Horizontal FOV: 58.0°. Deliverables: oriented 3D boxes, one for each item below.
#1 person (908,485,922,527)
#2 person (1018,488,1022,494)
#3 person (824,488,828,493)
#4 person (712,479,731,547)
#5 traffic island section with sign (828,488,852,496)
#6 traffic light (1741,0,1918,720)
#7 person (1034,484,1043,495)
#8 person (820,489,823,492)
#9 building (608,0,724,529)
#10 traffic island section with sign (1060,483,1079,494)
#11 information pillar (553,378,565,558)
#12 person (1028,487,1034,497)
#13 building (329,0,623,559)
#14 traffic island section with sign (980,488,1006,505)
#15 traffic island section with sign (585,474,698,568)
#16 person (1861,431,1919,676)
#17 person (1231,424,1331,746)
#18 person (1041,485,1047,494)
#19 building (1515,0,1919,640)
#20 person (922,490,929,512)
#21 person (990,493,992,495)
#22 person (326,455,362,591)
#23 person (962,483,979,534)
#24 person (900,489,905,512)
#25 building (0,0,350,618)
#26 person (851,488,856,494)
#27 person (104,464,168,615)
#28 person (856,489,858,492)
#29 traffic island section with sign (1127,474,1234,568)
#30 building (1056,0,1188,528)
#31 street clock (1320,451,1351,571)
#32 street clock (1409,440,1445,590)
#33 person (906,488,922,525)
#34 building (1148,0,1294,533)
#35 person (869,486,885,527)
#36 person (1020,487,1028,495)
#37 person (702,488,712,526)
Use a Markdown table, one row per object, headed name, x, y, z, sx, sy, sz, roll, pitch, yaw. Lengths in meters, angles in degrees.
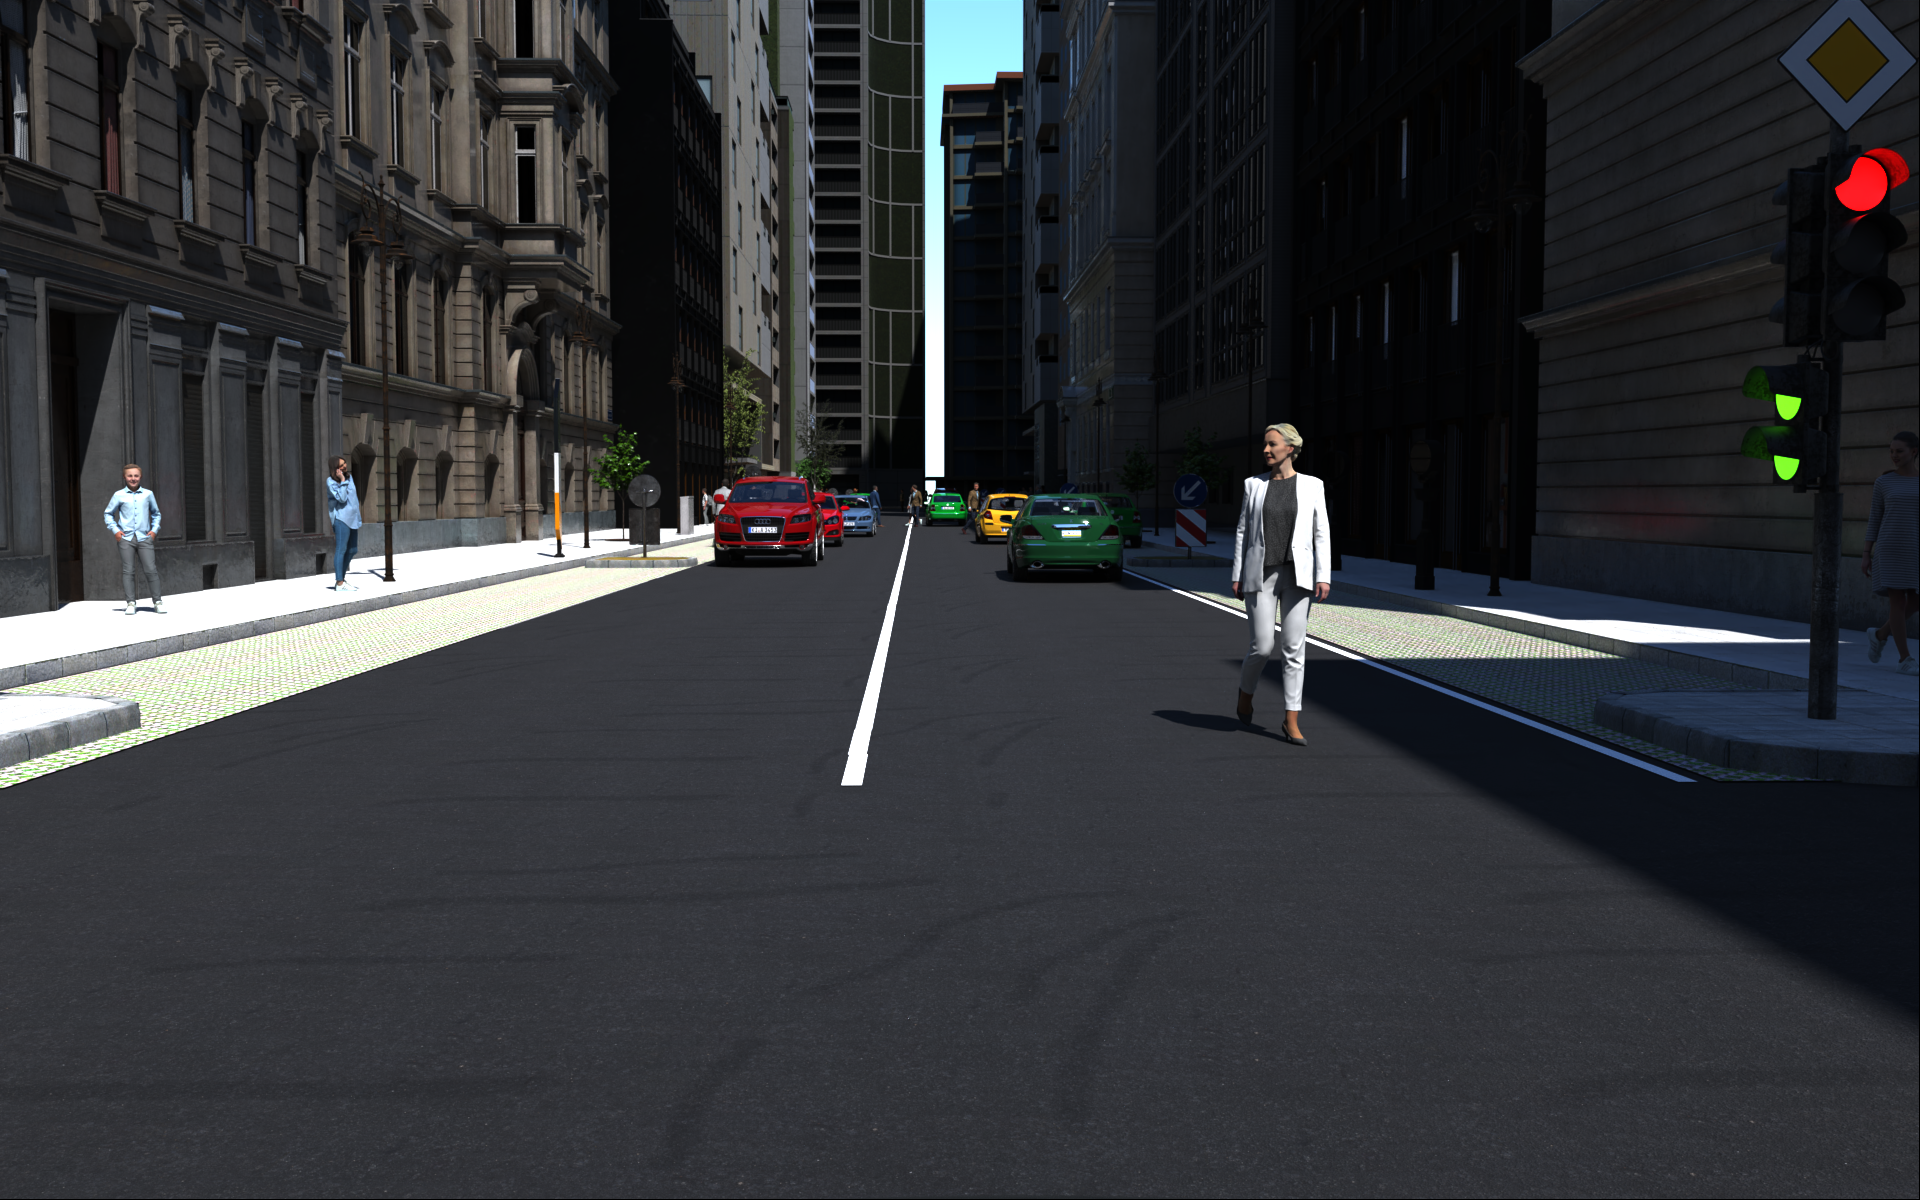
| name | x | y | z | sx | sy | sz | roll | pitch | yaw |
| --- | --- | --- | --- | --- | --- | --- | --- | --- | --- |
| person | -1.965 | -4.137 | 76.044 | 0.656 | 1.842 | 0.836 | 0 | 4 | 6 |
| person | 4.554 | -7.755 | 133.540 | 0.721 | 1.736 | 1.217 | 2 | 4 | 32 |
| person | -11.869 | -9.086 | 154.231 | 1.348 | 1.869 | 0.705 | 0 | 4 | 8 |
| person | -6.327 | -2.320 | 46.275 | 0.661 | 1.843 | 0.795 | 1 | 4 | 12 |
| traffic island section with sign | -8.115 | -6.285 | 111.391 | 1.989 | 1.847 | 2.006 | 0 | 4 | -1 |
| traffic light | 4.915 | -1.277 | 9.798 | 0.839 | 4.253 | 0.868 | 0 | 4 | -1 |
| person | 2.902 | -3.505 | 65.978 | 0.590 | 1.801 | 0.661 | 2 | 4 | 33 |
| person | -11.354 | -8.319 | 142.057 | 0.705 | 1.824 | 1.348 | -1 | 4 | -11 |
| building | -16.826 | -14.774 | 71.225 | 12.332 | 23.373 | 15.834 | 0 | 4 | -1 |
| traffic island section with sign | 3.714 | -3.240 | 61.596 | 1.989 | 1.847 | 2.006 | 0 | 4 | -1 |
| information pillar | -8.117 | -2.666 | 34.948 | 0.183 | 3.616 | 0.504 | 0 | 4 | -7 |
| person | 5.085 | -7.145 | 123.413 | 0.434 | 1.755 | 0.990 | -2 | 4 | -26 |
| building | -17.370 | -13.867 | 45.803 | 14.460 | 24.649 | 34.723 | 0 | 4 | -1 |
| traffic island section with sign | 2.494 | -6.322 | 111.986 | 1.989 | 1.847 | 2.006 | 0 | 4 | -1 |
| traffic island section with sign | -6.251 | -1.568 | 34.258 | 1.989 | 1.847 | 2.006 | 0 | 4 | -1 |
| person | 6.772 | -0.350 | 12.513 | 0.466 | 1.731 | 0.760 | 0 | 4 | -6 |
| person | 1.864 | -0.110 | 10.180 | 0.514 | 1.842 | 0.818 | 0 | 4 | -7 |
| person | 5.164 | -6.266 | 108.454 | 0.705 | 1.831 | 1.348 | 3 | 4 | 39 |
| building | 25.293 | -12.152 | 17.763 | 34.723 | 24.649 | 14.460 | 0 | 4 | -1 |
| person | -2.831 | -8.069 | 141.144 | 0.721 | 1.735 | 1.217 | 2 | 4 | 31 |
| person | 3.078 | -9.198 | 159.615 | 0.799 | 1.438 | 0.628 | 0 | 4 | -8 |
| person | -8.152 | -1.013 | 22.863 | 0.793 | 1.790 | 0.793 | -2 | 4 | -25 |
| person | 0.470 | -3.249 | 61.540 | 0.836 | 1.842 | 0.656 | 0 | 4 | 1 |
| person | -4.627 | -7.919 | 138.067 | 0.705 | 1.812 | 1.348 | 0 | 4 | -7 |
| building | -14.635 | -10.401 | 19.204 | 9.793 | 20.994 | 18.267 | 0 | 4 | -1 |
| person | -6.373 | -5.905 | 105.074 | 1.348 | 1.821 | 0.705 | -2 | 4 | -26 |
| person | -8.822 | -0.653 | 18.523 | 0.589 | 1.601 | 0.330 | -2 | 4 | -25 |
| person | -7.026 | -6.492 | 115.169 | 0.721 | 1.766 | 1.217 | 1 | 4 | 13 |
| traffic island section with sign | 4.366 | -1.583 | 34.504 | 1.989 | 1.847 | 2.006 | 0 | 4 | -1 |
| building | 11.746 | -17.678 | 74.947 | 13.634 | 28.700 | 20.117 | 0 | 4 | -1 |
| street clock | 6.274 | -1.494 | 28.994 | 0.471 | 2.002 | 0.358 | 3 | 5 | 40 |
| street clock | 6.238 | -1.139 | 23.191 | 0.358 | 2.002 | 0.471 | -1 | 4 | -23 |
| person | -2.120 | -4.264 | 78.962 | 0.760 | 1.731 | 0.466 | -1 | 4 | -9 |
| building | 14.395 | -15.872 | 53.009 | 14.314 | 27.812 | 24.014 | 0 | 4 | -1 |
| person | -3.657 | -4.080 | 75.397 | 0.721 | 1.800 | 0.419 | 3 | 5 | 42 |
| person | 4.786 | -7.581 | 129.995 | 1.348 | 1.823 | 0.705 | 3 | 5 | 42 |
| person | -10.153 | -3.699 | 69.113 | 0.523 | 1.515 | 0.503 | -3 | 5 | -41 |
